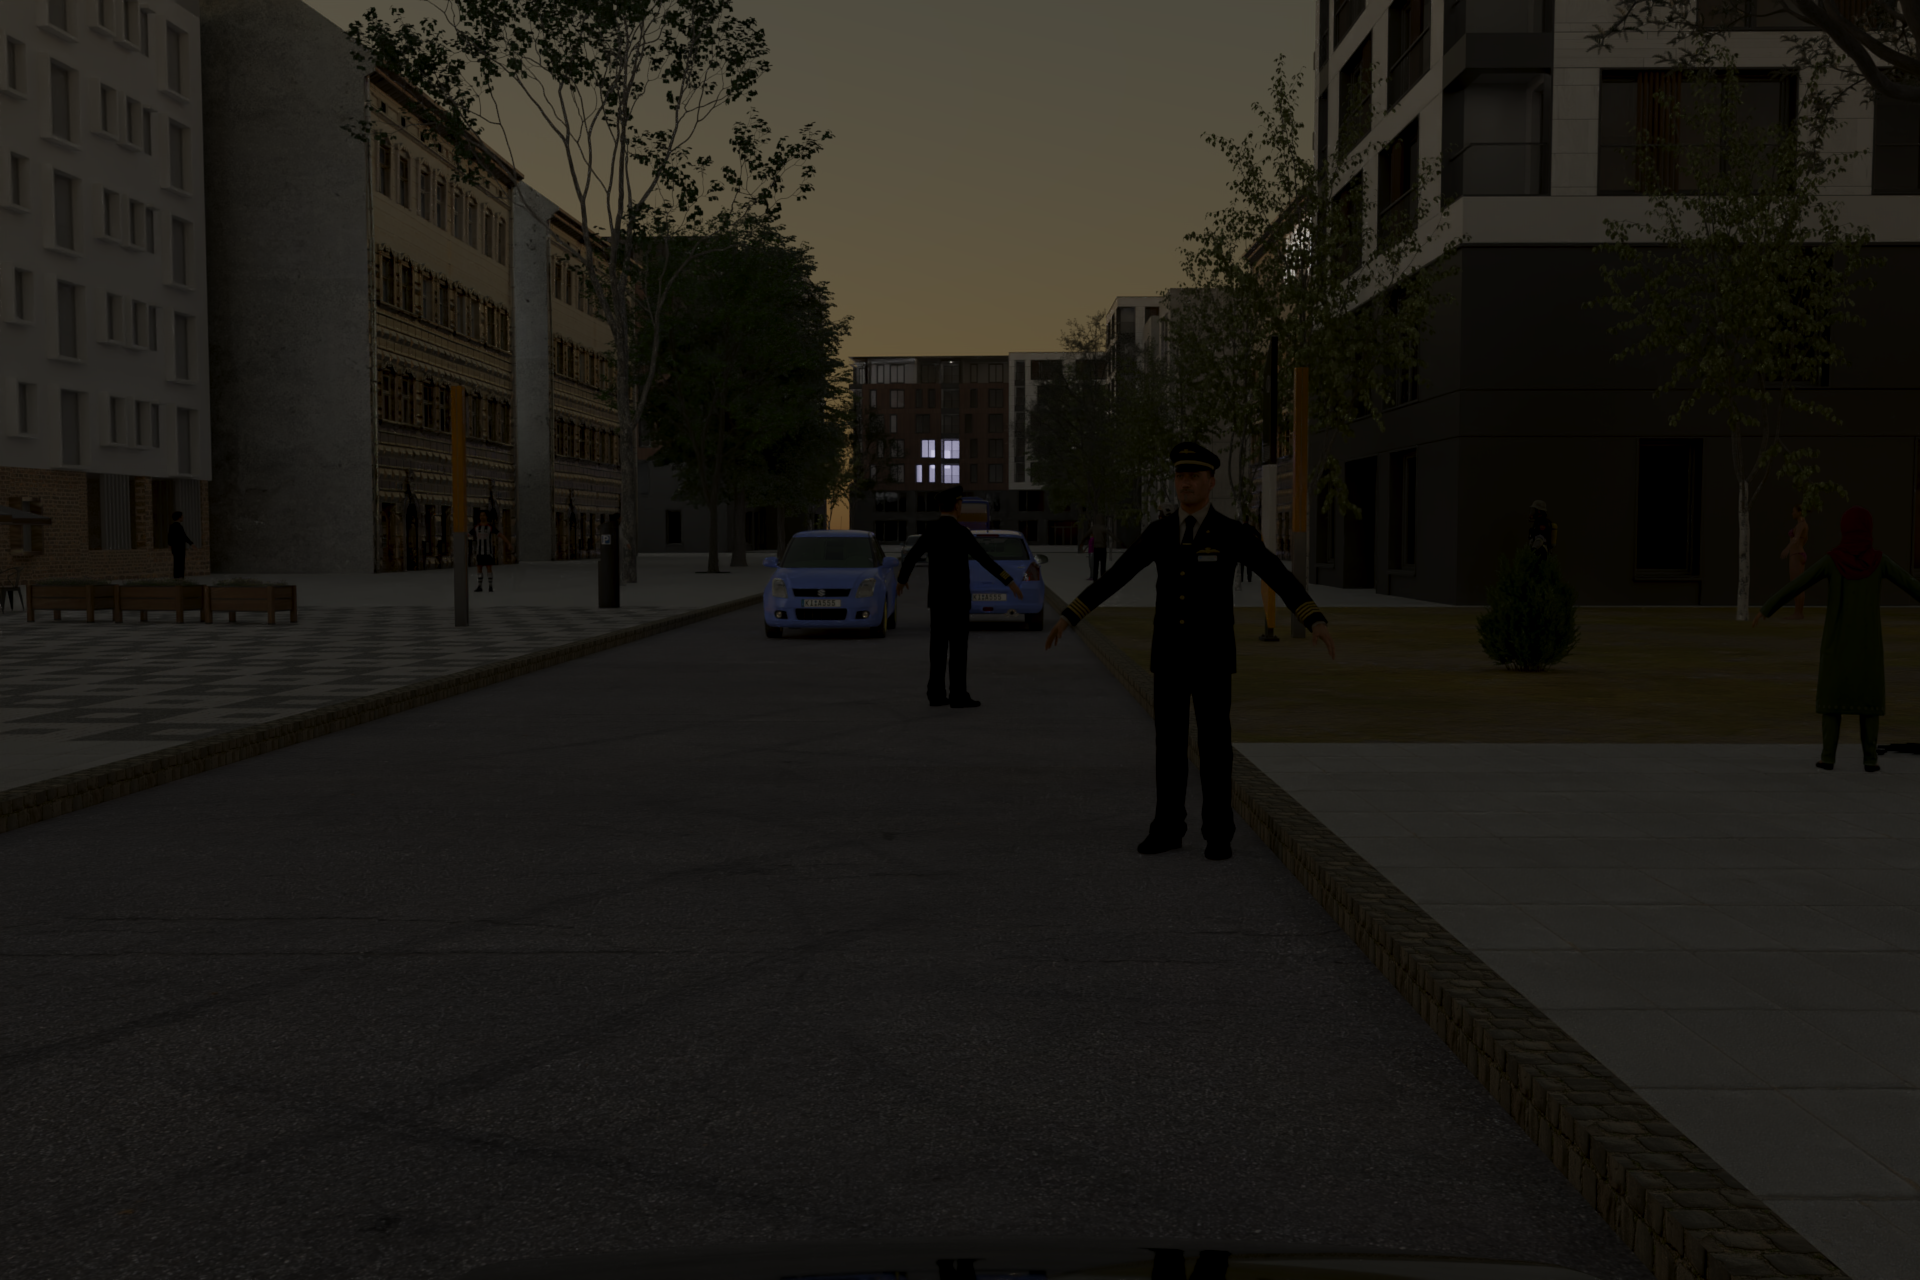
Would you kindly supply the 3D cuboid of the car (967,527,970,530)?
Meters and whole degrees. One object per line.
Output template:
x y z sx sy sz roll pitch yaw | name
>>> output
-0.182 -5.150 92.879 2.281 1.827 5.304 0 4 1 | car

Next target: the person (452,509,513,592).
-10.548 -1.971 38.377 1.345 1.843 0.704 0 4 0 | person

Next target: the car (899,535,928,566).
-1.693 -4.023 77.786 2.014 1.417 4.499 0 4 1 | car

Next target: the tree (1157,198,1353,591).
6.527 -5.419 38.961 4.737 8.622 4.395 0 3 0 | tree

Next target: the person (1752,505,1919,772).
4.862 -0.014 9.439 0.989 1.438 0.599 2 4 24 | person

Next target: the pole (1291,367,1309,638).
4.182 -1.681 21.325 0.158 3.312 0.155 0 3 0 | pole

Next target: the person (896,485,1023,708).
-0.066 -0.366 14.380 1.347 1.837 0.705 3 5 40 | person

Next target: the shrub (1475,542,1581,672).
5.323 -0.313 16.228 1.383 1.207 1.383 0 3 0 | shrub

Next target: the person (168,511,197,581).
-17.950 -2.060 39.863 1.347 1.806 0.705 3 5 43 | person

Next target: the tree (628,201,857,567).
-8.745 -9.887 68.301 9.857 13.997 8.962 0 3 0 | tree

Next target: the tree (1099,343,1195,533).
7.303 -7.194 67.991 4.737 8.622 4.395 0 3 0 | tree

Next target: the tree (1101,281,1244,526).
6.401 -6.120 50.431 4.737 8.622 4.395 0 3 0 | tree

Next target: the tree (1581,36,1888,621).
11.443 -4.582 25.274 4.737 8.622 4.395 0 3 0 | tree

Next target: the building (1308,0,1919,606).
22.986 -12.376 46.318 27.936 21.610 32.646 0 4 1 | building

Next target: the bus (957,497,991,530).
0.653 -7.540 114.829 2.896 3.916 12.251 0 4 1 | bus

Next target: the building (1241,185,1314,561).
24.865 -15.545 85.093 19.493 23.208 18.063 0 4 1 | building

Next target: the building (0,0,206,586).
-28.482 -11.256 40.461 16.016 20.090 11.380 0 4 1 | building

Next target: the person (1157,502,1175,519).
3.686 -1.548 31.071 0.705 1.858 1.354 0 4 2 | person

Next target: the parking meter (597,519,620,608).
-6.108 -1.328 30.117 0.372 1.533 0.369 0 3 0 | parking meter

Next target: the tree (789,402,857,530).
-8.362 -8.805 94.320 4.360 8.622 3.978 0 3 0 | tree

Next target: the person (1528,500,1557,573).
9.864 -1.459 29.628 0.705 1.856 1.354 1 4 18 | person

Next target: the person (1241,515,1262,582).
7.630 -2.455 46.365 1.346 1.802 0.704 -1 4 -8 | person

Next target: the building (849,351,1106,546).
4.327 -22.072 207.304 32.646 21.610 27.936 0 4 4 | building

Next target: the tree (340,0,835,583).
-9.438 -11.474 43.493 12.611 20.169 13.585 0 3 0 | tree

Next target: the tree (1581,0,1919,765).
5.869 -6.073 9.657 12.009 13.543 11.850 0 3 0 | tree

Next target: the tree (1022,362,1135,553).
7.576 -12.012 114.525 7.486 12.596 7.792 0 3 0 | tree

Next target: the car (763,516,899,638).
-1.824 -0.943 25.017 1.945 1.707 3.694 0 4 1 | car

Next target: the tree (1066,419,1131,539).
8.134 -9.474 105.256 4.737 8.622 4.395 0 3 0 | tree

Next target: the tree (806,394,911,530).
-7.368 -11.115 116.140 8.767 10.594 7.601 0 4 4 | tree

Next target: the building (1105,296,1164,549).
27.667 -19.646 165.184 27.936 21.610 32.646 0 4 1 | building

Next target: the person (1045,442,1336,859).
1.034 0.039 7.756 1.347 1.837 0.705 2 4 27 | person

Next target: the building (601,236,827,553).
-26.072 -17.833 135.542 27.936 21.610 32.646 0 4 2 | building

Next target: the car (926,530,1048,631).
0.421 -1.063 26.970 1.945 1.707 3.694 0 4 0 | car

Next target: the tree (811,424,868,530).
-8.080 -9.664 108.371 4.737 8.622 4.395 0 3 0 | tree

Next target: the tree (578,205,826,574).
-8.163 -7.981 56.244 9.928 11.665 9.643 0 3 0 | tree

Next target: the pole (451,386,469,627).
-6.911 -1.840 23.934 0.158 3.312 0.155 0 3 0 | pole

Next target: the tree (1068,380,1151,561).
7.236 -8.091 82.649 4.360 8.622 3.978 0 3 0 | tree

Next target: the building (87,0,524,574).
-28.083 -14.268 64.213 19.493 23.208 18.063 0 3 0 | building

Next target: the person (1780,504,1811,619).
12.557 -1.182 26.129 0.721 1.733 1.217 2 4 35 | person

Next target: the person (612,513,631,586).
-8.468 -2.246 42.906 0.705 1.806 1.347 -2 4 -30 | person

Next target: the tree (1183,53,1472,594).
5.719 -4.707 27.316 4.737 8.622 4.395 0 3 0 | tree

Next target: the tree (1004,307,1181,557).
7.426 -11.284 94.869 12.009 13.543 11.850 0 3 0 | tree

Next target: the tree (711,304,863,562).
-8.369 -9.978 81.267 7.486 12.596 7.792 0 3 0 | tree

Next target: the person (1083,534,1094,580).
3.600 -2.368 47.985 0.599 1.433 0.991 -1 4 -13 | person

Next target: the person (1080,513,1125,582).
3.601 -2.337 44.333 1.348 1.813 0.705 3 4 36 | person

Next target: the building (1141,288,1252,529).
23.635 -16.296 132.900 16.747 18.905 31.486 0 4 1 | building

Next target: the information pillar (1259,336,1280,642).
3.712 -1.799 20.773 0.183 3.616 0.504 0 4 -1 | information pillar

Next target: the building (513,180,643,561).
-27.979 -15.822 89.614 19.493 23.208 18.063 0 4 2 | building

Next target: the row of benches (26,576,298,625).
-11.655 -0.590 25.105 4.104 0.672 1.422 1 4 11 | row of benches
